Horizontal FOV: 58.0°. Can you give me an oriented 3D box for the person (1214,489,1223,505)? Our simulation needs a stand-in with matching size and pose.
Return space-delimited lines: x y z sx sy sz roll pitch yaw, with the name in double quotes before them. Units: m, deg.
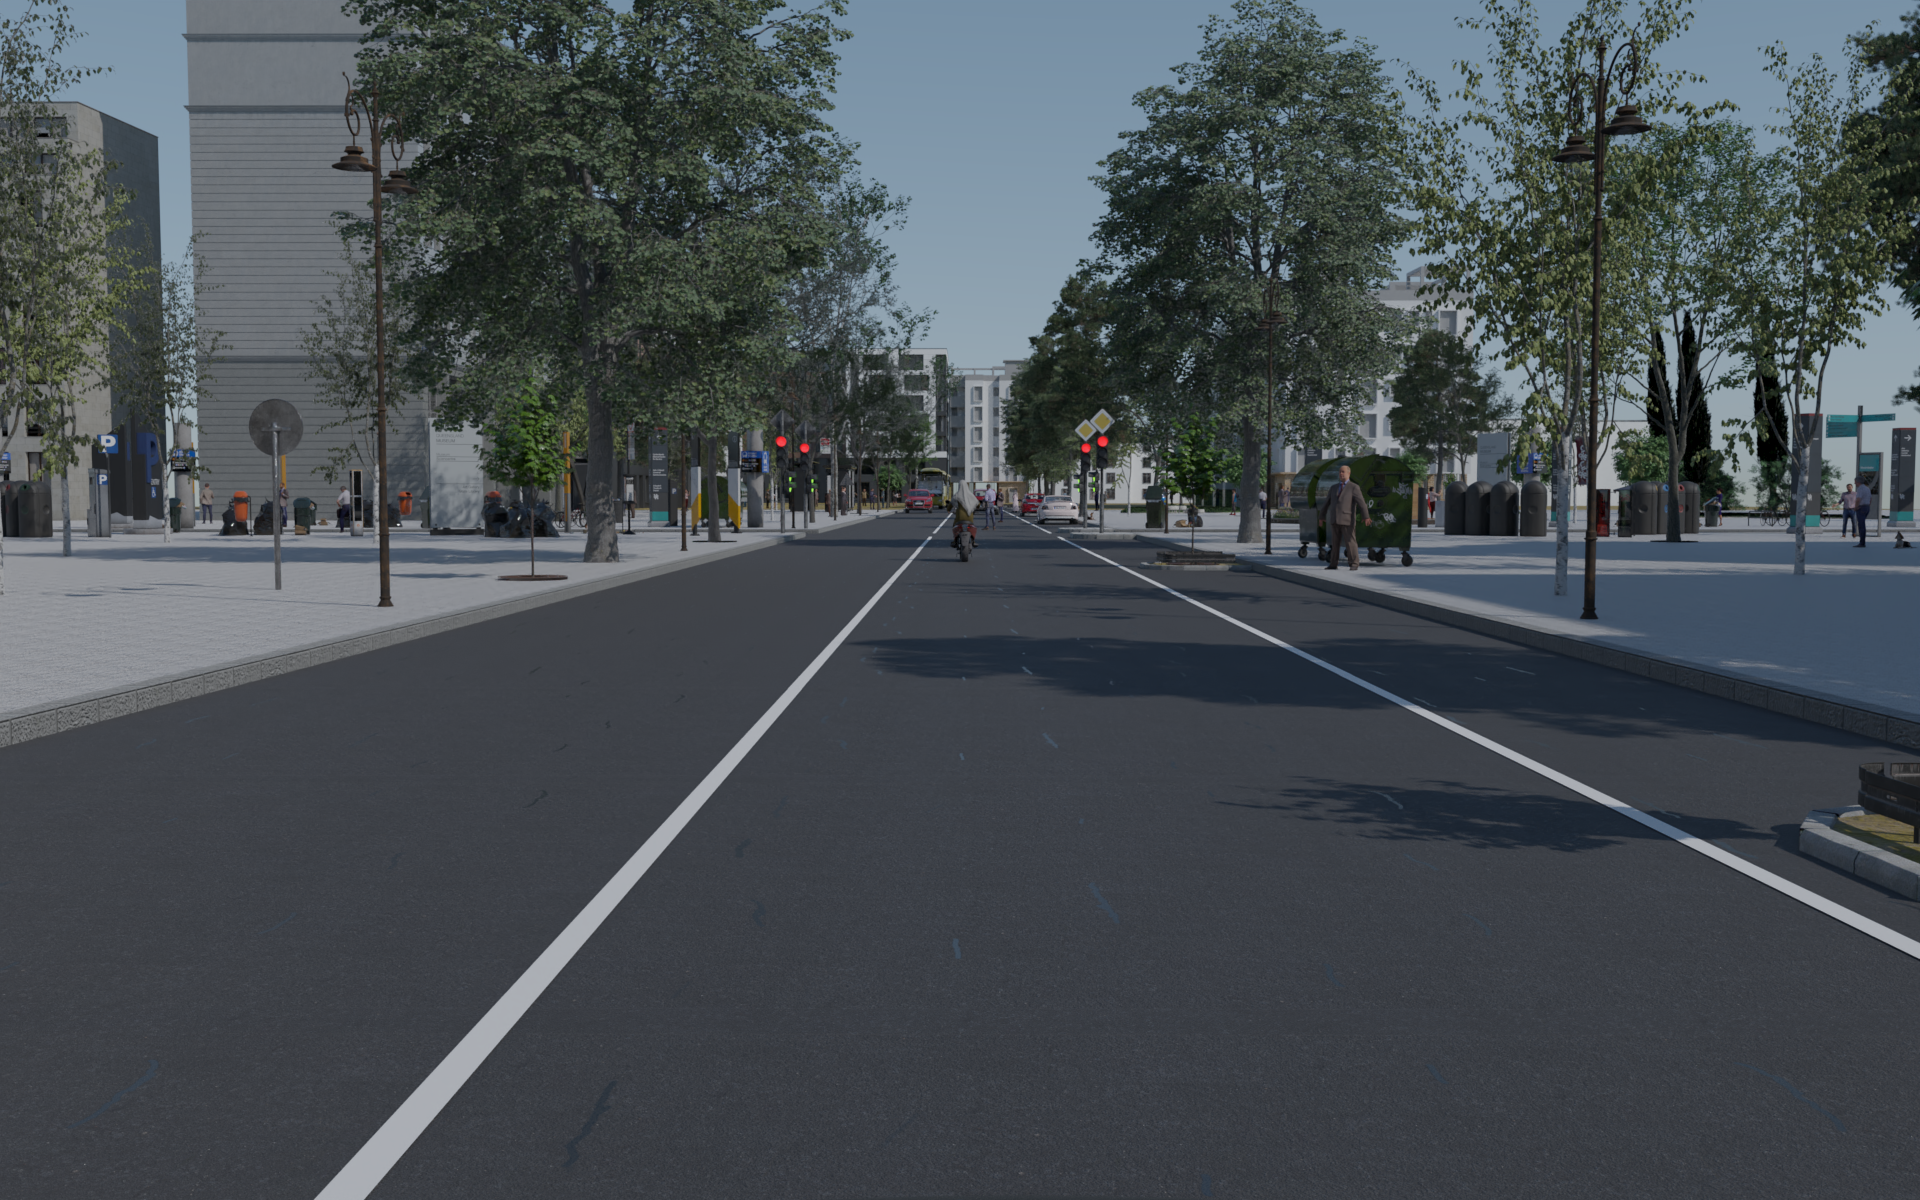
"person" 24.951 -9.873 167.494 0.705 1.821 1.348 -2 4 -33

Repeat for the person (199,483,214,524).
"person" -32.613 -4.184 74.979 0.617 1.759 0.750 -2 4 -29

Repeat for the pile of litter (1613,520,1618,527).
"pile of litter" 26.289 -3.316 68.184 1.719 0.858 1.176 -2 4 -30

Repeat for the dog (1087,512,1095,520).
"dog" 6.445 -4.122 85.134 0.550 0.427 0.748 0 4 4

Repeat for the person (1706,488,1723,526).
"person" 30.063 -3.700 68.912 0.546 1.535 0.453 -1 4 -8

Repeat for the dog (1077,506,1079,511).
"dog" 8.530 -6.755 128.181 0.748 0.427 0.550 1 4 20

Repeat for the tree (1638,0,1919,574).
"tree" 13.429 -4.729 27.678 4.737 8.622 4.395 0 3 0

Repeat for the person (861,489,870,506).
"person" -9.962 -10.639 180.080 1.348 1.812 0.705 -1 4 -13

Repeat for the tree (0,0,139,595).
"tree" -12.189 -4.349 21.474 4.360 8.622 3.978 0 3 0

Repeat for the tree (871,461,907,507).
"tree" -6.915 -11.275 168.064 4.285 4.588 4.351 0 3 0

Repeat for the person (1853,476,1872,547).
"person" 21.630 -2.120 41.647 0.756 1.711 0.436 -2 4 -32

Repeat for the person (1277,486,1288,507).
"person" 17.035 -5.169 91.372 0.431 1.722 0.655 -1 4 -11

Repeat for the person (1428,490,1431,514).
"person" 29.374 -6.178 108.757 0.444 1.614 0.593 -3 5 -43

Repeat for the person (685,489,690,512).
"person" -19.995 -7.286 126.630 0.517 1.644 0.566 0 4 -5

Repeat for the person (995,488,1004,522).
"person" 2.002 -4.803 87.851 0.431 1.722 0.655 -1 4 -9

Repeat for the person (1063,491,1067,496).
"person" 13.354 -13.006 221.131 0.705 1.826 1.348 3 5 43

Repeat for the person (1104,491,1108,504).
"person" 18.417 -12.946 220.174 0.705 1.824 1.348 -3 5 -41

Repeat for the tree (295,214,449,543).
"tree" -15.246 -5.787 44.981 4.360 8.622 3.978 0 3 0

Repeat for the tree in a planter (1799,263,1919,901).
"tree in a planter" 4.365 -0.566 6.477 1.991 3.239 1.994 0 4 0

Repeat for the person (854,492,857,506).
"person" -11.515 -11.045 187.344 1.217 1.735 0.721 -1 4 -10

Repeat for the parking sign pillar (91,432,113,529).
"parking sign pillar" -31.649 -4.658 64.635 1.447 3.967 1.447 0 4 3

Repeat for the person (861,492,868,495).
"person" -10.082 -10.824 183.151 1.348 1.807 0.705 -2 4 -25

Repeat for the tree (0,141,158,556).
"tree" -18.638 -5.200 35.385 4.737 8.622 4.395 0 3 0

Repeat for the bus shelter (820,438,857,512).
"bus shelter" -8.863 -9.080 126.097 2.179 5.291 8.768 0 4 0

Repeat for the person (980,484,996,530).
"person" 1.091 -3.698 68.830 0.709 1.838 0.599 -3 5 -43

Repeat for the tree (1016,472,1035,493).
"tree" 7.727 -14.497 187.390 4.737 8.622 4.395 0 3 0

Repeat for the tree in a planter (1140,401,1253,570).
"tree in a planter" 4.507 -2.214 33.420 1.991 3.239 1.994 0 4 0

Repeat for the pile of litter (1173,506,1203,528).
"pile of litter" 8.710 -3.221 66.625 1.719 0.858 1.176 -3 5 -44

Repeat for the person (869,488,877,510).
"person" -7.098 -8.286 141.960 0.568 1.767 0.683 2 4 24

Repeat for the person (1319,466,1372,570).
"person" 6.459 -1.381 29.173 0.434 1.755 0.990 -3 5 -44

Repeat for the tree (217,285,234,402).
"tree" -20.971 -5.805 45.268 4.360 8.622 3.978 0 3 0

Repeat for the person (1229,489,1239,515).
"person" 16.606 -5.938 105.006 0.662 1.594 0.647 1 4 20

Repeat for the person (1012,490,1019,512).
"person" 4.298 -7.729 135.540 0.621 1.740 0.551 1 4 12

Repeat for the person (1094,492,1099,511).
"person" 10.311 -7.636 131.593 0.504 1.737 0.576 -2 4 -26

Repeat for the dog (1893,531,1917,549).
"dog" 22.378 -1.421 40.962 0.748 0.427 0.550 0 4 5

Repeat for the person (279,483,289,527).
"person" -26.183 -3.669 66.847 0.431 1.722 0.655 -3 5 -42

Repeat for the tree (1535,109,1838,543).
"tree" 19.056 -7.349 45.908 9.928 11.665 9.643 0 3 0

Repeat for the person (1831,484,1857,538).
"person" 25.759 -2.580 50.180 0.963 1.587 0.435 1 4 21

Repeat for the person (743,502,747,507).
"person" -20.890 -9.896 167.918 0.705 1.814 1.350 2 4 32

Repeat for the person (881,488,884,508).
"person" -6.984 -9.159 155.871 0.705 1.814 1.350 0 4 -6

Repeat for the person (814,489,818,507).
"person" -14.692 -10.361 176.001 0.434 1.755 0.990 2 4 30

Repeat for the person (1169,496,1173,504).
"person" 21.612 -10.430 177.122 0.434 1.755 0.990 0 4 1

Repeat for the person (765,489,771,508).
"person" -17.100 -9.049 154.705 0.721 1.735 1.217 1 4 22

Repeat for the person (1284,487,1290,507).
"person" 23.455 -7.221 124.560 0.683 1.767 0.568 1 4 19

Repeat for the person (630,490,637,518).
"person" -17.422 -5.195 91.673 0.600 1.739 0.565 -3 5 -45

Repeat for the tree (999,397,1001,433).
"tree" 7.805 -15.173 154.727 9.857 13.997 8.962 0 3 0

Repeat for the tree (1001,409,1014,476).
"tree" 7.716 -15.757 175.754 7.486 12.596 7.792 0 3 0

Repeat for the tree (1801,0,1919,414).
"tree" 20.243 -7.624 32.077 7.806 13.903 7.818 0 3 0

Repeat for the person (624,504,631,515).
"person" -20.559 -6.109 106.746 0.655 1.722 0.431 0 4 -4

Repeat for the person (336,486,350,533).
"person" -20.283 -2.987 57.097 0.590 1.554 0.614 3 5 42

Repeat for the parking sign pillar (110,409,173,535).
"parking sign pillar" -25.974 -4.087 55.297 1.447 3.967 1.447 0 4 -5

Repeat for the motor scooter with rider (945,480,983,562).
"motor scooter with rider" 0.119 -1.721 37.103 0.876 1.779 1.986 0 4 -1

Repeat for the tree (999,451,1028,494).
"tree" 8.054 -16.481 203.878 7.601 10.594 8.767 0 4 5

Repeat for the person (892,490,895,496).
"person" -7.447 -11.581 196.112 0.721 1.735 1.217 -1 4 -8

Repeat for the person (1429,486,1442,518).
"person" 22.554 -4.569 82.201 0.566 1.644 0.517 2 4 25

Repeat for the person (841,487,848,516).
"person" -6.850 -5.853 102.535 0.445 1.727 0.742 -1 4 -9

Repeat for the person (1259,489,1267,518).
"person" 15.881 -5.085 91.399 0.614 1.554 0.590 0 4 4

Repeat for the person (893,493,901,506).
"person" -6.703 -10.625 182.952 0.799 1.438 0.628 -1 4 -20

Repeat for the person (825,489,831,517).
"person" -7.417 -5.505 98.314 0.482 1.546 0.388 -2 4 -30
